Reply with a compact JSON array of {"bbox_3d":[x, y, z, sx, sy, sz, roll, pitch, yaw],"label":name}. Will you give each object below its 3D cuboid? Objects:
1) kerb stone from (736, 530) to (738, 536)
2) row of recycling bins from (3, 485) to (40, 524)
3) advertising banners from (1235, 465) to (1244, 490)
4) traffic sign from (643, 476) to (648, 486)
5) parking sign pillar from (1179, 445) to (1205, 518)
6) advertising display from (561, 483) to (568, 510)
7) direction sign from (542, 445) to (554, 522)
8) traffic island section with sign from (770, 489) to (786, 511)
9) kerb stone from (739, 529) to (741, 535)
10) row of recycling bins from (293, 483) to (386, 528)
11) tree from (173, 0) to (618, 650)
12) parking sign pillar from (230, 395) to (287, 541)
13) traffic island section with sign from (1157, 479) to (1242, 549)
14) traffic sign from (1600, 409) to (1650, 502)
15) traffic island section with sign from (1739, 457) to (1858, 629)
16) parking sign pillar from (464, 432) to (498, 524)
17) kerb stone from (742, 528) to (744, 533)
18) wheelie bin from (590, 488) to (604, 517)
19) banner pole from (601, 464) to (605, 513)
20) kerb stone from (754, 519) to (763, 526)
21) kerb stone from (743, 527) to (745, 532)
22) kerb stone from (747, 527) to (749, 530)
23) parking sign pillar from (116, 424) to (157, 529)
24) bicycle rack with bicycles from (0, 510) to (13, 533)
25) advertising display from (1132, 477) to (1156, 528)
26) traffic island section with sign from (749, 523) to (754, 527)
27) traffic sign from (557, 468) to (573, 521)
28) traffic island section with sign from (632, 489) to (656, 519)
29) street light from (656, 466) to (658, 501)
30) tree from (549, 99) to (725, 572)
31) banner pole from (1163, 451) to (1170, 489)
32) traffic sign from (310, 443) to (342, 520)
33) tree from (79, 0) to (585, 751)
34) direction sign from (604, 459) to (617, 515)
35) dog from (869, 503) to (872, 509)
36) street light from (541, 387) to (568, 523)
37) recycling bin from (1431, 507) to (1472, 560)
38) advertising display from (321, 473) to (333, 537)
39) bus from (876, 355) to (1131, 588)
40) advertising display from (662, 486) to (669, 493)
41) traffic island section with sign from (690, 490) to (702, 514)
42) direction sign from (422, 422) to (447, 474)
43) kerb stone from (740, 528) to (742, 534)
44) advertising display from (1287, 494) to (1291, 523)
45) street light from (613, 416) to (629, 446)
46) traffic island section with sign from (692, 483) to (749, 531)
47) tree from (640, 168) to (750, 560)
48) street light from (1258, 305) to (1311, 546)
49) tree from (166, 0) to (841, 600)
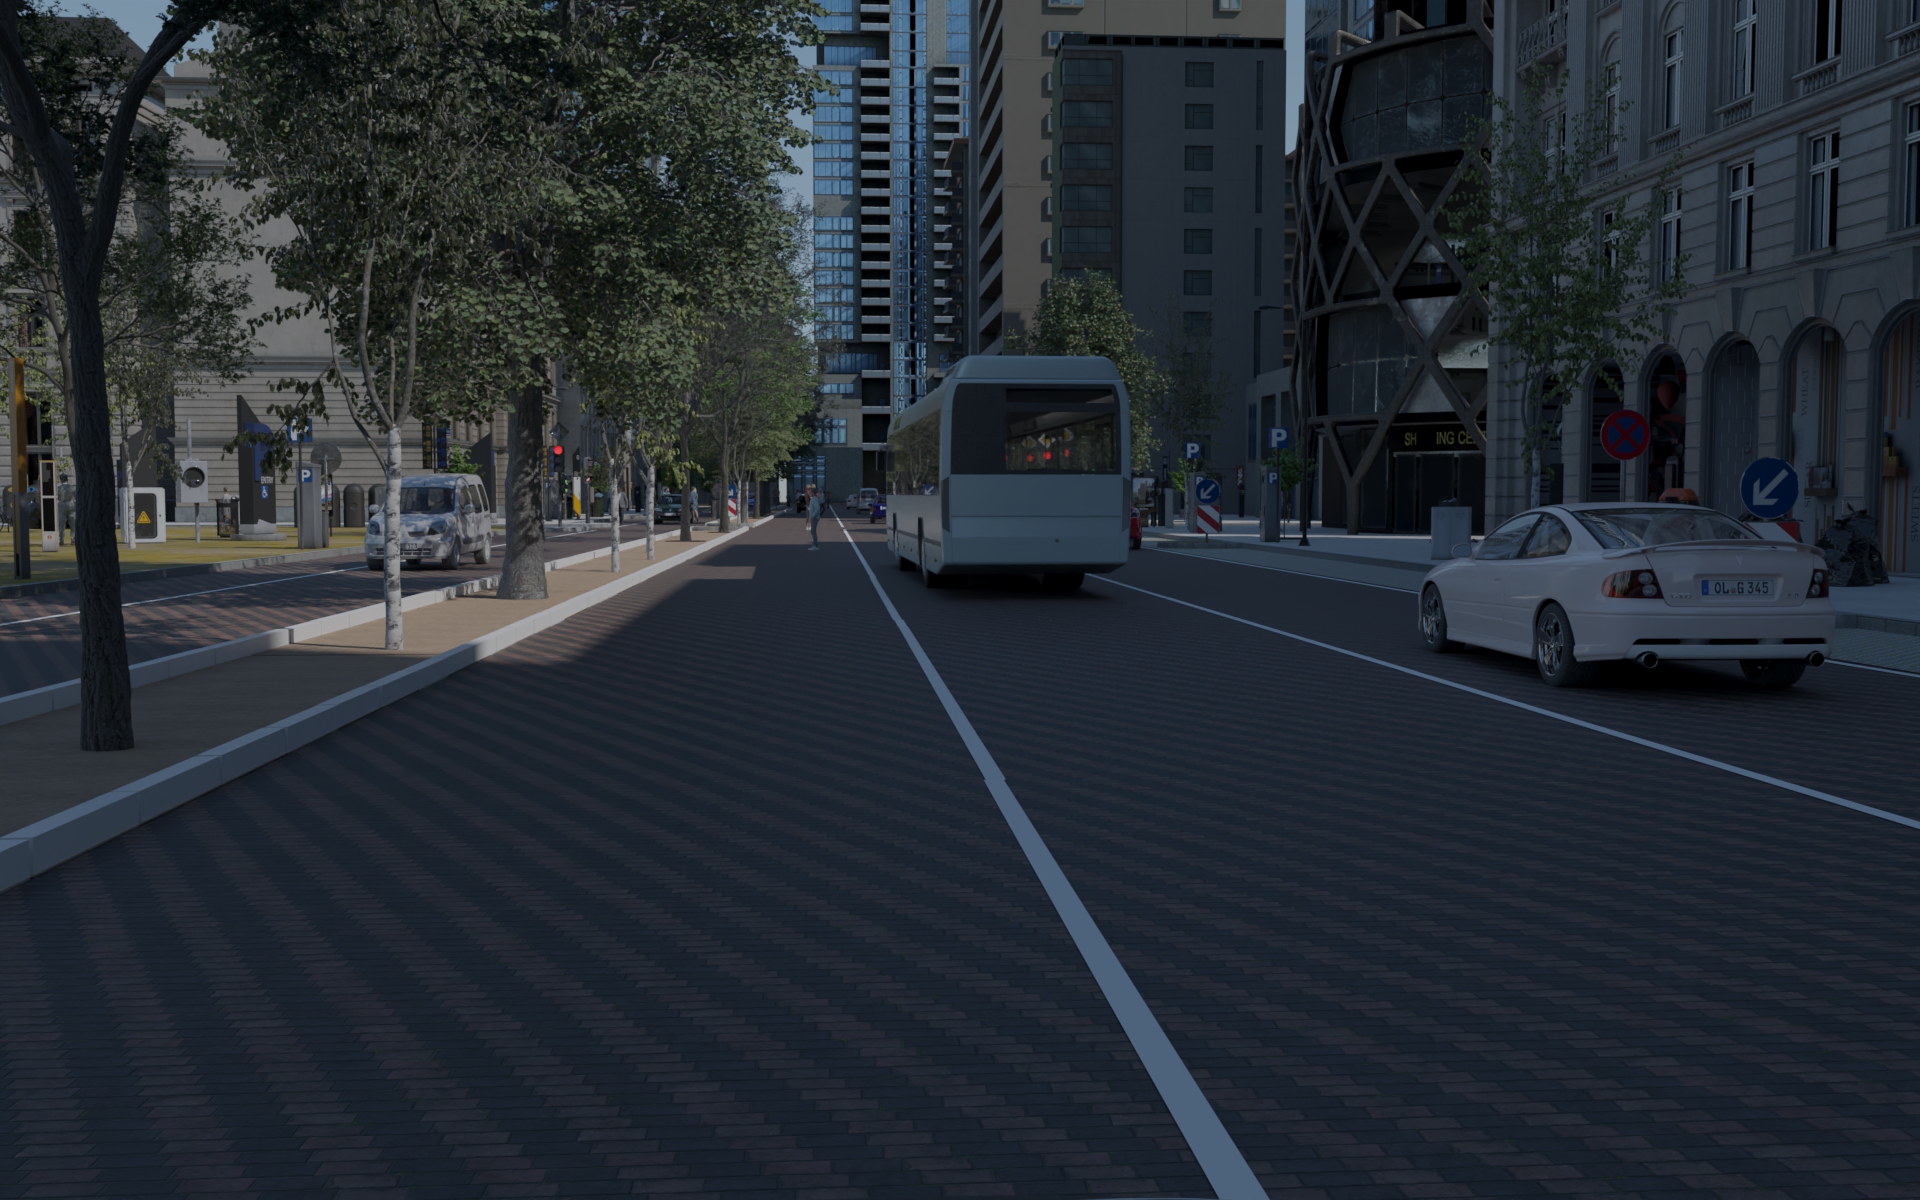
[{"bbox_3d":[-7.616,-2.193,58.079,0.120,0.150,1.000,0,4,-5],"label":"kerb stone"},{"bbox_3d":[-39.920,-4.185,75.535,3.534,1.692,1.069,0,4,-2],"label":"row of recycling bins"},{"bbox_3d":[17.755,-6.677,105.353,2.074,3.025,0.090,2,4,24],"label":"advertising banners"},{"bbox_3d":[-21.626,-7.355,120.355,0.768,2.556,0.104,0,4,3],"label":"traffic sign"},{"bbox_3d":[12.688,-6.475,94.336,1.447,3.967,1.447,1,4,14],"label":"parking sign pillar"},{"bbox_3d":[-21.090,-5.333,92.404,0.123,1.923,0.974,0,4,3],"label":"advertising display"},{"bbox_3d":[-19.177,-5.425,80.691,0.379,3.537,0.876,1,4,22],"label":"direction sign"},{"bbox_3d":[-15.979,-8.703,150.427,2.006,1.907,1.989,0,4,-5],"label":"traffic island section with sign"},{"bbox_3d":[-7.773,-2.316,60.117,0.120,0.150,1.000,0,4,-5],"label":"kerb stone"},{"bbox_3d":[-23.645,-3.622,66.335,3.534,1.692,1.069,-1,4,-17],"label":"row of recycling bins"},{"bbox_3d":[-5.221,-3.855,15.846,4.360,8.622,3.978,0,3,0],"label":"tree"},{"bbox_3d":[-19.386,-3.626,47.759,1.447,3.967,1.447,0,4,5],"label":"parking sign pillar"},{"bbox_3d":[6.311,-2.290,46.065,1.989,1.847,2.006,0,4,-5],"label":"traffic island section with sign"},{"bbox_3d":[10.000,-1.592,26.130,0.768,2.556,0.104,0,4,-3],"label":"traffic sign"},{"bbox_3d":[8.446,-0.646,19.194,1.989,1.847,2.006,0,4,-5],"label":"traffic island section with sign"},{"bbox_3d":[-20.962,-5.333,75.664,1.447,3.967,1.447,1,4,14],"label":"parking sign pillar"},{"bbox_3d":[-7.933,-2.445,62.164,0.120,0.150,1.000,0,4,-5],"label":"kerb stone"},{"bbox_3d":[-19.971,-5.334,95.124,0.980,1.594,0.693,2,4,30],"label":"wheelie bin"},{"bbox_3d":[-24.659,-7.853,118.406,0.401,3.779,0.863,2,4,26],"label":"banner pole"},{"bbox_3d":[-9.428,-3.601,81.072,0.120,0.150,1.000,0,4,-5],"label":"kerb stone"},{"bbox_3d":[-8.016,-2.507,63.183,0.120,0.150,1.000,0,4,-5],"label":"kerb stone"},{"bbox_3d":[-8.264,-2.695,66.251,0.120,0.150,1.000,0,4,-5],"label":"kerb stone"},{"bbox_3d":[-30.143,-4.585,63.435,1.447,3.967,1.447,3,4,37],"label":"parking sign pillar"},{"bbox_3d":[-33.001,-2.699,57.515,2.925,0.926,2.852,2,4,26],"label":"bicycle rack with bicycles"},{"bbox_3d":[7.064,-3.746,66.466,0.974,1.923,0.123,2,4,33],"label":"advertising display"},{"bbox_3d":[-10.036,-4.122,75.523,2.006,1.907,1.989,0,4,-5],"label":"traffic island section with sign"},{"bbox_3d":[-18.940,-5.077,83.108,0.768,2.556,0.104,0,4,3],"label":"traffic sign"},{"bbox_3d":[-17.848,-5.592,100.065,1.989,1.847,2.006,0,4,-5],"label":"traffic island section with sign"},{"bbox_3d":[-21.930,-9.536,128.449,1.470,5.913,1.316,0,4,-5],"label":"street light"},{"bbox_3d":[-6.219,-4.786,31.077,4.737,8.622,4.395,0,3,0],"label":"tree"},{"bbox_3d":[11.985,-6.752,100.413,0.863,3.779,0.401,-3,5,-45],"label":"banner pole"},{"bbox_3d":[-15.760,-2.628,43.071,0.768,2.556,0.104,0,4,-4],"label":"traffic sign"},{"bbox_3d":[-4.781,-4.456,9.734,8.767,10.594,7.601,0,4,-5],"label":"tree"},{"bbox_3d":[-21.049,-6.875,104.402,0.379,3.537,0.876,3,5,43],"label":"direction sign"},{"bbox_3d":[-5.932,-6.304,119.903,0.800,0.831,0.513,3,5,41],"label":"dog"},{"bbox_3d":[-17.737,-6.293,75.439,1.470,5.913,1.316,0,4,-5],"label":"street light"},{"bbox_3d":[9.638,-1.310,33.977,0.722,1.027,0.722,1,4,19],"label":"recycling bin"},{"bbox_3d":[-19.199,-2.839,51.637,0.974,1.923,0.123,-3,4,-37],"label":"advertising display"},{"bbox_3d":[0.341,-2.129,29.670,2.948,3.499,13.247,0,4,-6],"label":"bus"},{"bbox_3d":[-23.872,-8.272,140.458,0.123,1.923,0.974,-3,4,-36],"label":"advertising display"},{"bbox_3d":[-20.000,-7.257,127.278,1.989,1.847,2.006,0,4,-5],"label":"traffic island section with sign"},{"bbox_3d":[-16.476,-3.814,54.361,0.876,3.537,0.379,1,4,18],"label":"direction sign"},{"bbox_3d":[-7.852,-2.382,61.144,0.120,0.150,1.000,0,4,-5],"label":"kerb stone"},{"bbox_3d":[14.657,-4.406,77.246,0.123,1.923,0.974,1,4,8],"label":"advertising display"},{"bbox_3d":[-19.870,-7.926,102.128,1.470,5.913,1.316,0,4,-5],"label":"street light"},{"bbox_3d":[-9.461,-3.670,68.138,2.006,1.907,1.989,0,4,-5],"label":"traffic island section with sign"},{"bbox_3d":[-6.755,-5.186,37.612,4.360,8.622,3.978,0,3,0],"label":"tree"},{"bbox_3d":[7.989,-4.289,42.666,1.470,5.913,1.316,0,4,-5],"label":"street light"},{"bbox_3d":[-5.981,-6.984,23.300,9.857,13.997,8.962,0,3,0],"label":"tree"}]
